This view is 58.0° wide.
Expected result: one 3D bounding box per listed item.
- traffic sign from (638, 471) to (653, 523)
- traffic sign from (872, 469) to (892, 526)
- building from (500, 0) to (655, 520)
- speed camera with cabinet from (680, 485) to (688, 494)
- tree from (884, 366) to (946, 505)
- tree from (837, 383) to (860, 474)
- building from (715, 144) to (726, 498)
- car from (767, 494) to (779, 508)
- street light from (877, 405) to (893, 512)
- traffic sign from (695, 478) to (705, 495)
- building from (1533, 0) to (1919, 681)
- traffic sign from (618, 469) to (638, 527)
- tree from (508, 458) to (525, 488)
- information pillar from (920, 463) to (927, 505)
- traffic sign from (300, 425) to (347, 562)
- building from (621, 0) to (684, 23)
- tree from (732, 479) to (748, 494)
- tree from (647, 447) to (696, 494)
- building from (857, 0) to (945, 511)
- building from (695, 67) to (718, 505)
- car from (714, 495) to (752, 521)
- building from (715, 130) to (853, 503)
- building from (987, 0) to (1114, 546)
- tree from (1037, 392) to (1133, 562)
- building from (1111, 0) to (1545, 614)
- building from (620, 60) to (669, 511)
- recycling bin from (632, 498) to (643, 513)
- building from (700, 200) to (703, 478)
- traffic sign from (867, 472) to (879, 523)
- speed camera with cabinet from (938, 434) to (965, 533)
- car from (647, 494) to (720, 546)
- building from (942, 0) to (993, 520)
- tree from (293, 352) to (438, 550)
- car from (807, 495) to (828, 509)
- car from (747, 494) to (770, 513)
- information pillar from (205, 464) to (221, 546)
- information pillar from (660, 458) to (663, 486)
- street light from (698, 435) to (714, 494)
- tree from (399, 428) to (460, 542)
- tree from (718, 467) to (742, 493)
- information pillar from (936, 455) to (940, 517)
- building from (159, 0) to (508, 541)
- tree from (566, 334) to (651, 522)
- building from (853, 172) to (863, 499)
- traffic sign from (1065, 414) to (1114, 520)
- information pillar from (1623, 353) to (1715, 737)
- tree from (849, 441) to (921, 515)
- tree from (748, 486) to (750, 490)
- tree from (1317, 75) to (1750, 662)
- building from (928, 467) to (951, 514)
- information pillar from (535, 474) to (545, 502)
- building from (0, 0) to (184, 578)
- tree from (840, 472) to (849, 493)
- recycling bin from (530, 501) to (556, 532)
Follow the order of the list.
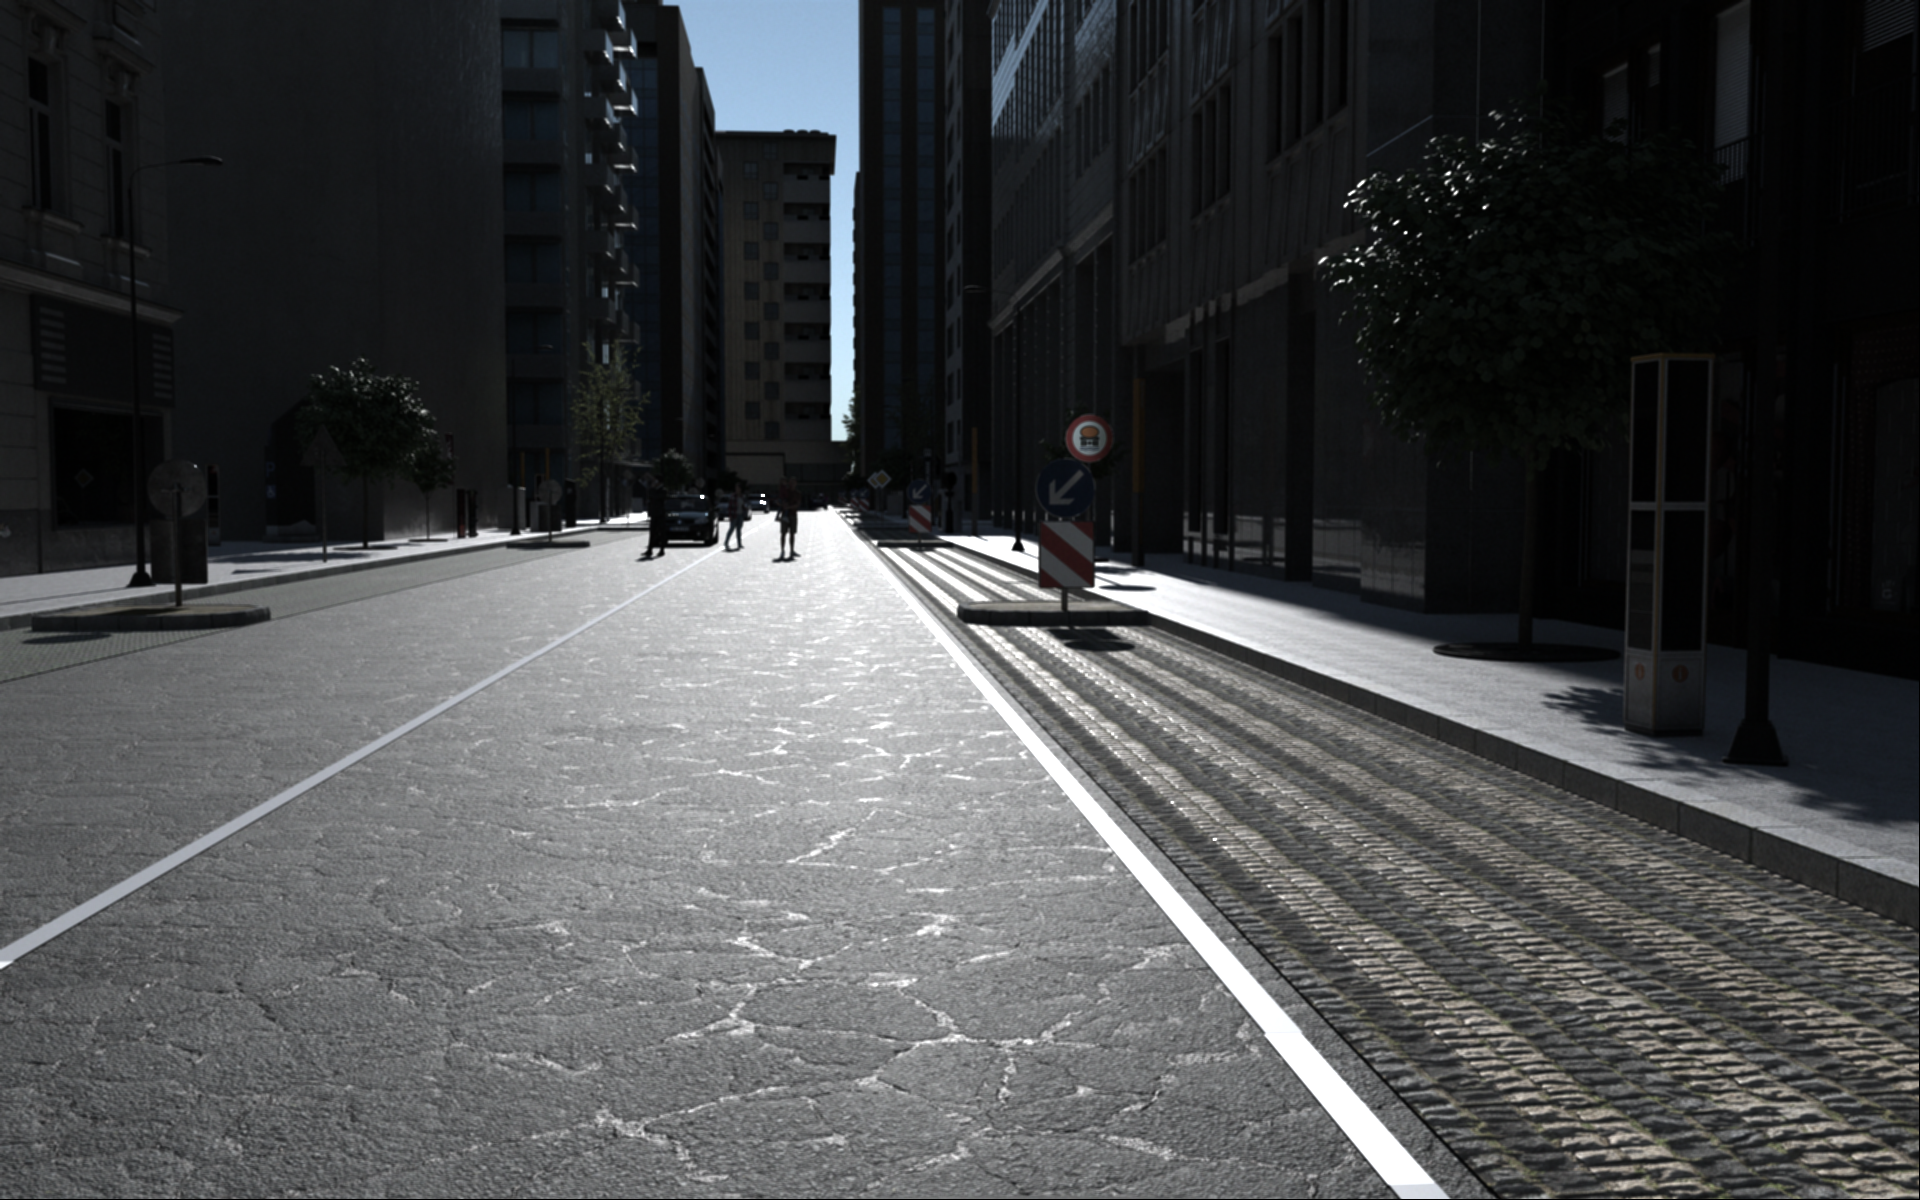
[{"bbox_3d":[-13.780,-4.450,76.394,0.795,2.450,0.064,0,4,-5],"label":"traffic sign"},{"bbox_3d":[-3.113,-4.012,69.236,0.795,2.450,0.064,0,4,-5],"label":"traffic sign"},{"bbox_3d":[-30.255,-29.239,97.660,23.786,49.044,30.456,0,4,-5],"label":"building"},{"bbox_3d":[-21.328,-8.515,133.563,0.660,3.252,2.038,1,4,16],"label":"speed camera with cabinet"},{"bbox_3d":[-2.169,-9.169,100.273,4.737,8.622,4.395,0,3,0],"label":"tree"},{"bbox_3d":[-7.660,-14.715,158.720,7.486,12.596,7.792,0,3,0],"label":"tree"},{"bbox_3d":[-36.928,-34.636,216.405,14.200,45.320,14.600,0,4,-5],"label":"building"},{"bbox_3d":[-19.276,-10.524,181.110,2.155,1.783,4.494,0,4,-4],"label":"car"},{"bbox_3d":[-3.427,-7.209,90.404,1.470,5.913,1.316,0,4,-5],"label":"street light"},{"bbox_3d":[-20.351,-8.289,135.629,0.768,2.556,0.104,0,4,-2],"label":"traffic sign"},{"bbox_3d":[12.708,-11.022,9.885,12.332,23.373,15.834,0,4,-5],"label":"building"},{"bbox_3d":[-13.126,-3.963,68.436,0.795,2.450,0.064,0,4,-5],"label":"traffic sign"},{"bbox_3d":[-20.717,-5.112,78.185,1.663,3.219,1.824,0,3,0],"label":"tree"},{"bbox_3d":[-2.790,-8.615,132.204,0.504,3.616,0.183,-1,4,-16],"label":"information pillar"},{"bbox_3d":[-11.938,-1.987,32.486,0.884,2.594,0.081,0,4,2],"label":"traffic sign"},{"bbox_3d":[-31.697,-31.004,157.032,14.600,45.320,14.200,0,4,-5],"label":"building"},{"bbox_3d":[-28.186,-13.753,219.462,1.663,3.219,1.824,0,3,0],"label":"tree"},{"bbox_3d":[-20.056,-8.344,120.142,4.285,4.588,4.351,0,3,0],"label":"tree"},{"bbox_3d":[-1.075,-30.014,140.836,14.600,45.320,14.200,0,4,-5],"label":"building"},{"bbox_3d":[-37.882,-34.549,188.575,21.300,48.544,21.600,0,4,-5],"label":"building"},{"bbox_3d":[-12.291,-5.020,94.078,2.014,1.417,4.499,0,4,-3],"label":"car"},{"bbox_3d":[-29.472,-40.378,249.419,27.495,52.752,28.713,0,4,-5],"label":"building"},{"bbox_3d":[7.799,-16.830,52.670,11.434,29.767,29.804,0,4,-5],"label":"building"},{"bbox_3d":[2.213,-2.347,32.980,1.663,3.219,1.824,0,3,0],"label":"tree"},{"bbox_3d":[10.128,-12.849,28.100,12.078,24.808,19.932,0,4,-5],"label":"building"},{"bbox_3d":[-38.804,-26.950,132.506,32.217,40.220,23.993,0,4,-5],"label":"building"},{"bbox_3d":[-21.683,-6.311,115.732,0.722,1.027,0.722,-3,5,-44],"label":"recycling bin"},{"bbox_3d":[-33.002,-31.868,171.146,14.600,45.320,14.200,0,4,-5],"label":"building"},{"bbox_3d":[-3.768,-4.499,77.194,0.795,2.450,0.064,0,4,-5],"label":"traffic sign"},{"bbox_3d":[-0.306,-3.893,57.984,0.660,3.252,2.038,-1,4,-10],"label":"speed camera with cabinet"},{"bbox_3d":[-7.800,-2.407,49.144,2.009,1.686,4.222,0,4,-5],"label":"car"},{"bbox_3d":[6.611,-19.313,87.463,14.107,30.474,14.160,0,4,-5],"label":"building"},{"bbox_3d":[-13.828,-3.452,40.162,4.285,4.588,4.351,0,3,0],"label":"tree"},{"bbox_3d":[-13.781,-9.484,167.651,1.945,1.354,3.894,0,4,-6],"label":"car"},{"bbox_3d":[-15.177,-7.177,129.349,2.014,1.417,4.499,0,4,-3],"label":"car"},{"bbox_3d":[-18.404,-2.334,42.656,0.304,2.012,0.304,-2,4,-27],"label":"information pillar"},{"bbox_3d":[-19.112,-7.328,111.171,0.183,3.616,0.504,1,4,9],"label":"information pillar"},{"bbox_3d":[-20.133,-10.066,137.123,1.470,5.913,1.316,0,4,-5],"label":"street light"},{"bbox_3d":[-14.305,-3.199,46.898,1.663,3.219,1.824,0,3,0],"label":"tree"},{"bbox_3d":[-27.811,-13.688,207.511,4.285,4.588,4.351,0,3,0],"label":"tree"},{"bbox_3d":[-1.306,-6.505,97.710,0.183,3.616,0.504,3,5,43],"label":"information pillar"},{"bbox_3d":[-33.492,-15.306,54.762,34.151,26.468,19.350,0,4,-5],"label":"building"},{"bbox_3d":[-16.330,-7.934,80.076,4.360,8.622,3.978,0,3,0],"label":"tree"},{"bbox_3d":[-4.487,-38.190,248.106,21.600,48.544,21.300,0,4,-5],"label":"building"},{"bbox_3d":[2.063,-1.686,27.669,0.768,2.556,0.104,0,4,1],"label":"traffic sign"},{"bbox_3d":[3.771,-0.290,9.227,0.304,2.012,0.304,-1,4,-10],"label":"information pillar"},{"bbox_3d":[-4.281,-7.945,113.613,4.285,4.588,4.351,0,3,0],"label":"tree"},{"bbox_3d":[-28.213,-14.166,226.215,1.663,3.219,1.824,0,3,0],"label":"tree"},{"bbox_3d":[4.464,-1.836,13.735,4.285,4.588,4.351,0,3,0],"label":"tree"},{"bbox_3d":[14.329,-25.886,115.116,32.217,40.220,23.993,0,4,-5],"label":"building"},{"bbox_3d":[-15.580,-3.659,64.313,0.304,2.012,0.304,0,4,2],"label":"information pillar"},{"bbox_3d":[-21.605,-14.482,13.197,17.030,29.872,44.131,0,4,-5],"label":"building"},{"bbox_3d":[-9.608,-11.629,173.848,4.285,4.588,4.351,0,3,0],"label":"tree"},{"bbox_3d":[-14.299,-2.867,59.428,0.722,1.027,0.722,-2,4,-32],"label":"recycling bin"}]
